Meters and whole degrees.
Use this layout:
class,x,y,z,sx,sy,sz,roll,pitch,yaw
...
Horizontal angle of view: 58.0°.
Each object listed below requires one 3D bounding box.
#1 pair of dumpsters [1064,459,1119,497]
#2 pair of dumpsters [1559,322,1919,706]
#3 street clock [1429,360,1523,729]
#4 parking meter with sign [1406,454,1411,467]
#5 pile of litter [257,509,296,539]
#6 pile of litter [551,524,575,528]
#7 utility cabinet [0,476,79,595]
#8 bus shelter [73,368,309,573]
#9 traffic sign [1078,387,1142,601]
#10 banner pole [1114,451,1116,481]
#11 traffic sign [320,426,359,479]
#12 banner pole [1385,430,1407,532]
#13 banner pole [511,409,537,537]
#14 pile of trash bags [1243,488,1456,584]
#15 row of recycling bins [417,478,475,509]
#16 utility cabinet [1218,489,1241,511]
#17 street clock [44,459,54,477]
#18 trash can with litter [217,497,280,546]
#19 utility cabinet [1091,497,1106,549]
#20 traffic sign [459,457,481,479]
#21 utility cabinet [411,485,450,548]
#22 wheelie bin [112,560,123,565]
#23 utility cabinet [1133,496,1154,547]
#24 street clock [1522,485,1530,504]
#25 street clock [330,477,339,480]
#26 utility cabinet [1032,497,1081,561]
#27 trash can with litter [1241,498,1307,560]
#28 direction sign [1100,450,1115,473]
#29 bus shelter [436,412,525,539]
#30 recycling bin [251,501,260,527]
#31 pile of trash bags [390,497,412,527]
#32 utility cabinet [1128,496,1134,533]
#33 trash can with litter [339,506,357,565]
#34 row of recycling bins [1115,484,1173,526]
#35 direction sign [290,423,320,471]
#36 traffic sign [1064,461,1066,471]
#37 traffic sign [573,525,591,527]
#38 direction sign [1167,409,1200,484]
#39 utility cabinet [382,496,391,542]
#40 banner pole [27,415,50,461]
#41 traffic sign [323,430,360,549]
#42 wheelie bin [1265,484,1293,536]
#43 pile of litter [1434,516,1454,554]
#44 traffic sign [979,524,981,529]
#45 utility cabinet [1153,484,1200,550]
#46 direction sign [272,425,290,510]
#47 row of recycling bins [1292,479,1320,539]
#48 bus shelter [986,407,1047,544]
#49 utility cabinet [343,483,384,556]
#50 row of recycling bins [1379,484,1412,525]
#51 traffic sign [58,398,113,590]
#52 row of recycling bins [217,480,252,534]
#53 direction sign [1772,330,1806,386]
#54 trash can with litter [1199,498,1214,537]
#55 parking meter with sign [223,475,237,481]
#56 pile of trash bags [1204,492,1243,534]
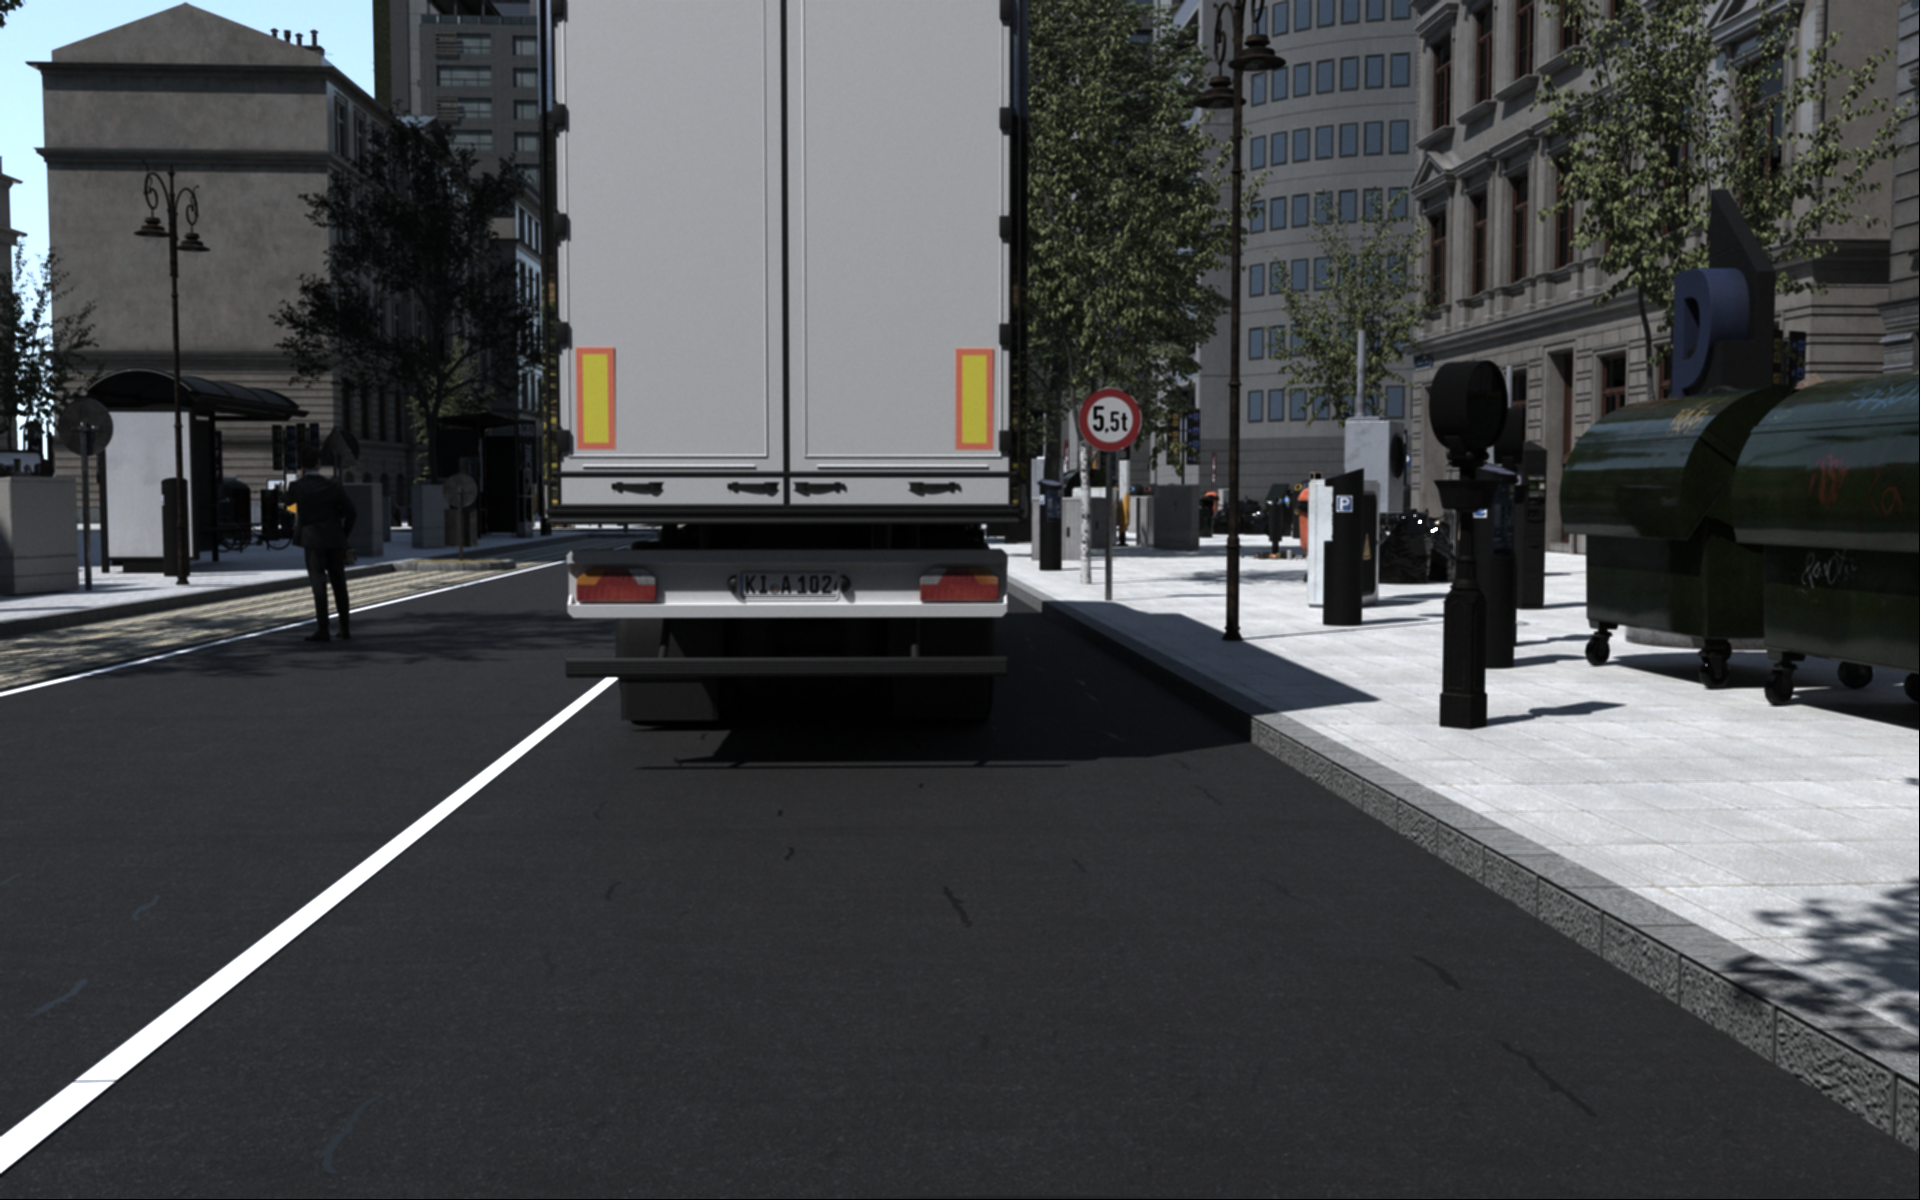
class,x,y,z,sx,sy,sz,roll,pitch,yaw
pair of dumpsters,3.447,-2.839,48.916,1.574,2.255,4.437,0,4,-3
pair of dumpsters,5.434,-0.515,10.913,1.574,2.255,4.437,0,4,-4
street clock,2.778,-0.302,9.501,0.358,2.002,0.471,3,5,44
parking meter with sign,19.517,-4.932,76.896,0.543,3.016,1.738,0,4,1
pile of litter,-19.370,-2.205,50.024,1.719,0.858,1.176,1,4,13
pile of litter,-15.179,-3.161,65.643,1.176,0.858,1.719,-1,4,-12
utility cabinet,-11.894,-0.832,22.274,0.318,1.500,1.173,1,4,11
bus shelter,-13.356,-2.243,30.592,2.014,3.302,5.546,0,4,-4
traffic sign,1.792,-1.265,20.795,0.768,2.556,0.104,0,4,-2
banner pole,6.814,-5.407,78.417,0.863,3.779,0.401,-1,4,-20
traffic sign,-12.009,-2.038,33.326,0.884,2.594,0.081,0,4,-1
banner pole,14.847,-4.229,59.160,0.863,3.779,0.401,0,4,5
banner pole,-12.960,-3.758,51.457,0.863,3.779,0.401,-3,4,-38
pile of trash bags,5.827,-0.935,25.047,1.912,1.369,3.447,3,4,39
row of recycling bins,-13.326,-2.296,44.646,1.069,1.692,3.534,-2,4,-29
utility cabinet,11.617,-4.035,74.655,1.173,1.500,0.318,-3,5,-42
street clock,-18.904,-1.900,35.630,0.358,2.002,0.471,2,4,32
trash can with litter,-18.134,-1.976,43.359,2.233,1.210,1.678,1,4,18
utility cabinet,2.978,-1.796,40.526,1.020,1.237,0.306,-3,5,-43
traffic sign,-13.457,-2.781,47.597,0.606,2.300,0.079,0,4,3
utility cabinet,-12.605,-1.990,41.218,0.318,1.500,1.173,1,4,15
wheelie bin,-15.062,-1.436,31.389,0.693,1.594,0.980,0,4,4
utility cabinet,4.586,-1.937,42.831,0.306,1.237,1.020,1,4,16
street clock,4.611,-0.613,14.599,0.358,2.002,0.471,1,4,19
street clock,-25.897,-4.114,71.831,0.358,2.002,0.471,2,4,33
utility cabinet,1.897,-1.365,33.477,1.020,1.237,0.306,0,4,3
trash can with litter,6.494,-1.450,34.767,1.678,1.210,2.233,1,4,18
direction sign,6.270,-4.994,73.645,0.876,3.537,0.379,-3,5,-41
bus shelter,-14.420,-3.744,52.489,1.731,3.624,6.357,0,4,-3
recycling bin,-27.859,-3.370,67.653,0.722,1.027,0.722,1,4,19
pile of trash bags,-21.134,-3.562,67.985,3.447,1.369,1.912,0,4,-5
utility cabinet,5.994,-2.797,56.894,1.020,1.237,0.306,3,5,44
trash can with litter,-11.253,-1.200,31.014,0.624,1.170,1.055,0,4,2
row of recycling bins,7.310,-3.788,69.050,3.534,1.692,1.069,3,5,41
direction sign,-20.837,-3.878,55.409,0.876,3.537,0.379,1,4,21
traffic sign,2.943,-3.106,52.918,0.606,2.300,0.079,0,4,4
traffic sign,-14.892,-4.540,68.099,2.265,3.308,0.079,0,4,3
direction sign,5.947,-3.315,46.193,0.876,3.537,0.379,1,4,9
utility cabinet,-15.847,-2.164,46.535,1.020,1.237,0.306,-1,4,-10
banner pole,-28.528,-3.901,53.799,0.401,3.779,0.863,3,5,40
traffic sign,-12.333,-2.106,34.535,0.768,2.556,0.104,0,4,4
wheelie bin,9.716,-2.735,52.627,0.693,1.594,0.980,-3,5,-41
pile of litter,9.483,-1.199,33.566,1.176,0.858,1.719,0,4,2
traffic sign,0.627,-3.328,54.511,0.768,2.556,0.104,0,4,3
utility cabinet,4.947,-1.896,39.673,0.318,1.500,1.173,-3,4,-39
direction sign,-22.256,-3.983,57.121,0.379,3.537,0.876,2,4,32
row of recycling bins,10.029,-2.543,48.690,1.069,1.692,3.534,0,4,3
bus shelter,1.464,-3.445,47.607,1.731,3.624,6.357,0,4,-4
utility cabinet,-12.365,-1.637,35.451,1.173,1.500,0.318,2,4,27
row of recycling bins,18.260,-3.807,69.361,3.534,1.692,1.069,0,4,-6
traffic sign,-11.642,-1.404,23.063,0.768,2.556,0.104,0,4,5
row of recycling bins,-22.417,-2.792,52.770,1.069,1.692,3.534,-2,4,-33
direction sign,11.431,-1.962,24.073,0.876,3.537,0.379,-2,4,-31
trash can with litter,7.199,-2.441,51.297,0.624,1.170,1.055,0,4,5
parking meter with sign,-29.775,-4.535,70.412,1.738,3.016,0.543,-1,4,-12
pile of trash bags,9.699,-2.824,55.933,1.912,1.369,3.447,3,5,44
